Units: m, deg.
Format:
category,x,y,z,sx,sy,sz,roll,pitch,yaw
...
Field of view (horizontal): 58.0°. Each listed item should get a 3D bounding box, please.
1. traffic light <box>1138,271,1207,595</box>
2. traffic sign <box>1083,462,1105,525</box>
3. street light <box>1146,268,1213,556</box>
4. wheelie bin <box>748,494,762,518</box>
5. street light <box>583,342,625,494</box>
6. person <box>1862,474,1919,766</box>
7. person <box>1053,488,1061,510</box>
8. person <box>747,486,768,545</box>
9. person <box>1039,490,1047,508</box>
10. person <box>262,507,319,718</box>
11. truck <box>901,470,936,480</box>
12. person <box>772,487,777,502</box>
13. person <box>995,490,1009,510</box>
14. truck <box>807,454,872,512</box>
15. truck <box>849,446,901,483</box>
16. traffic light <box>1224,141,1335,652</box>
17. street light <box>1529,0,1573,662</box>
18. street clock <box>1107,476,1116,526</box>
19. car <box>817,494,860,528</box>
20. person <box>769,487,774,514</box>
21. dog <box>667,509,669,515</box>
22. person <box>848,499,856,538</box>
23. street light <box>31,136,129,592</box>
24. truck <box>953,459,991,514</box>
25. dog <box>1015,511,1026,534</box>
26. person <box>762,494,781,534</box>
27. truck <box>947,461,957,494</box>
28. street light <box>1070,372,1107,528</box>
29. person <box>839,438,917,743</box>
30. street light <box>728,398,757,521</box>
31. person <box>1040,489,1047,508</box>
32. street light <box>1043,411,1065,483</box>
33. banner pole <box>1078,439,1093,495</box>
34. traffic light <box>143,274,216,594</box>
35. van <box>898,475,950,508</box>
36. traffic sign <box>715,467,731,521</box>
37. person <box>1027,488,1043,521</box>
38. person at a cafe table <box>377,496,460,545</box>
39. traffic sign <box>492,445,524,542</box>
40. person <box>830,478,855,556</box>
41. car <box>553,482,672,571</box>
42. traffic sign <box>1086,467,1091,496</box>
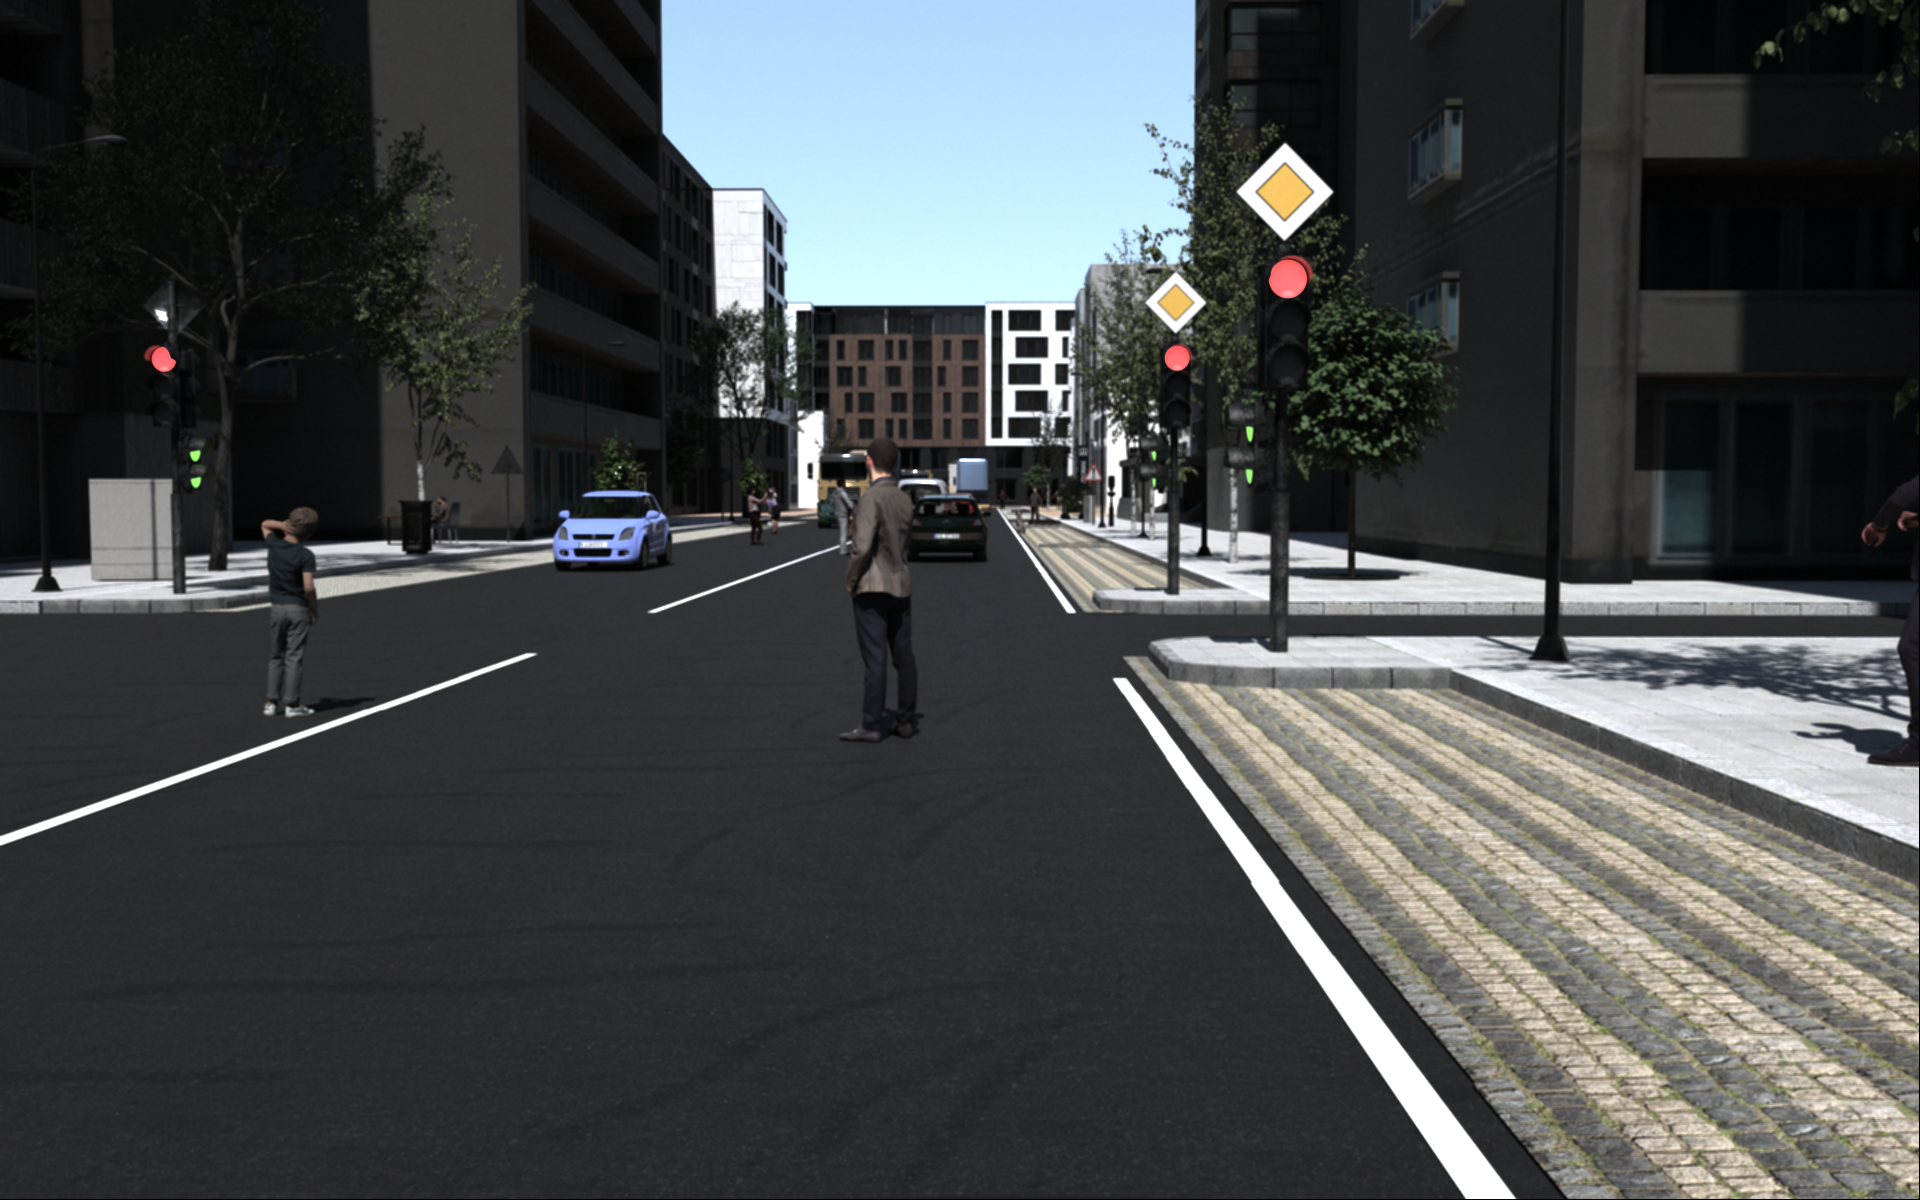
category,x,y,z,sx,sy,sz,roll,pitch,yaw
traffic light,2.701,-2.021,21.971,0.839,4.253,0.868,0,4,1
traffic sign,5.452,-4.321,70.657,0.884,2.594,0.081,0,4,6
street light,4.514,-3.863,35.696,1.470,5.913,1.316,0,4,1
wheelie bin,-11.125,-5.264,93.968,0.980,1.594,0.693,-2,4,-34
street light,-10.933,-4.923,53.040,1.470,5.913,1.316,0,4,1
person,4.640,-0.112,8.331,0.683,1.767,0.568,-3,5,-39
person,8.200,-8.406,143.488,1.348,1.824,0.705,-3,4,-36
person,-5.710,-2.379,48.859,0.566,1.644,0.517,2,4,26
person,7.801,-9.608,163.657,1.217,1.766,0.721,0,4,8
person,-4.334,0.075,11.185,0.435,1.345,0.340,0,4,-1
truck,-3.647,-9.074,144.279,3.469,3.379,9.791,0,4,1
person,-11.871,-6.333,110.257,0.621,1.740,0.551,1,4,8
person,3.800,-9.038,156.228,1.348,1.831,0.705,1,4,13
truck,-5.446,-5.463,85.238,3.469,3.379,9.791,0,3,0
truck,-5.201,-7.042,104.051,2.839,4.237,11.283,0,4,3
traffic light,2.575,-1.533,13.987,0.839,4.253,0.868,0,4,1
street light,4.046,-2.491,13.274,1.470,5.913,1.316,0,4,1
street clock,6.002,-3.919,68.649,0.358,2.002,0.471,1,4,10
car,-5.025,-3.823,74.309,2.131,1.459,4.920,0,4,1
person,-11.937,-6.254,109.103,0.445,1.727,0.742,-1,4,-10
dog,-15.528,-4.541,91.080,0.540,0.507,0.406,1,4,10
person,-3.574,-2.707,55.991,0.421,1.427,0.697,3,4,37
street light,-11.484,-3.063,22.625,1.470,5.913,1.316,0,4,1
truck,0.923,-8.390,126.929,2.967,4.110,18.799,0,4,0
dog,2.119,-2.798,62.591,0.513,0.831,0.800,1,4,22
person,-6.719,-3.055,61.683,0.697,1.427,0.421,0,4,3
truck,0.302,-9.917,151.055,2.839,4.237,11.283,0,4,1
street light,4.897,-5.723,66.114,1.470,5.913,1.316,0,4,1
person,-0.563,-0.074,10.234,0.617,1.759,0.750,-3,5,-41
street light,-10.482,-6.784,83.456,1.470,5.913,1.316,0,4,1
person,7.793,-9.272,158.348,1.217,1.735,0.721,3,4,36
street light,5.321,-7.617,97.086,1.470,5.913,1.316,0,4,1
banner pole,5.719,-5.390,78.147,0.863,3.779,0.401,-1,4,-11
traffic light,-10.019,-2.033,22.155,0.839,4.253,0.868,0,4,1
van,-0.991,-2.540,48.547,2.013,2.044,4.112,0,4,2
traffic sign,-11.299,-5.033,82.393,0.768,2.556,0.104,0,4,5
person,3.847,-4.900,89.174,0.990,1.755,0.434,3,5,41
person at a cafe table,-13.643,-2.036,44.152,1.726,1.238,1.698,1,4,9
traffic sign,-11.972,-2.805,45.867,0.884,2.594,0.081,0,4,4
person,-2.651,-1.924,40.102,0.789,1.805,0.875,-3,4,-37
car,-6.710,-1.468,33.586,1.945,1.707,3.694,0,4,1
traffic sign,5.989,-5.002,81.883,0.768,2.556,0.104,0,4,3
